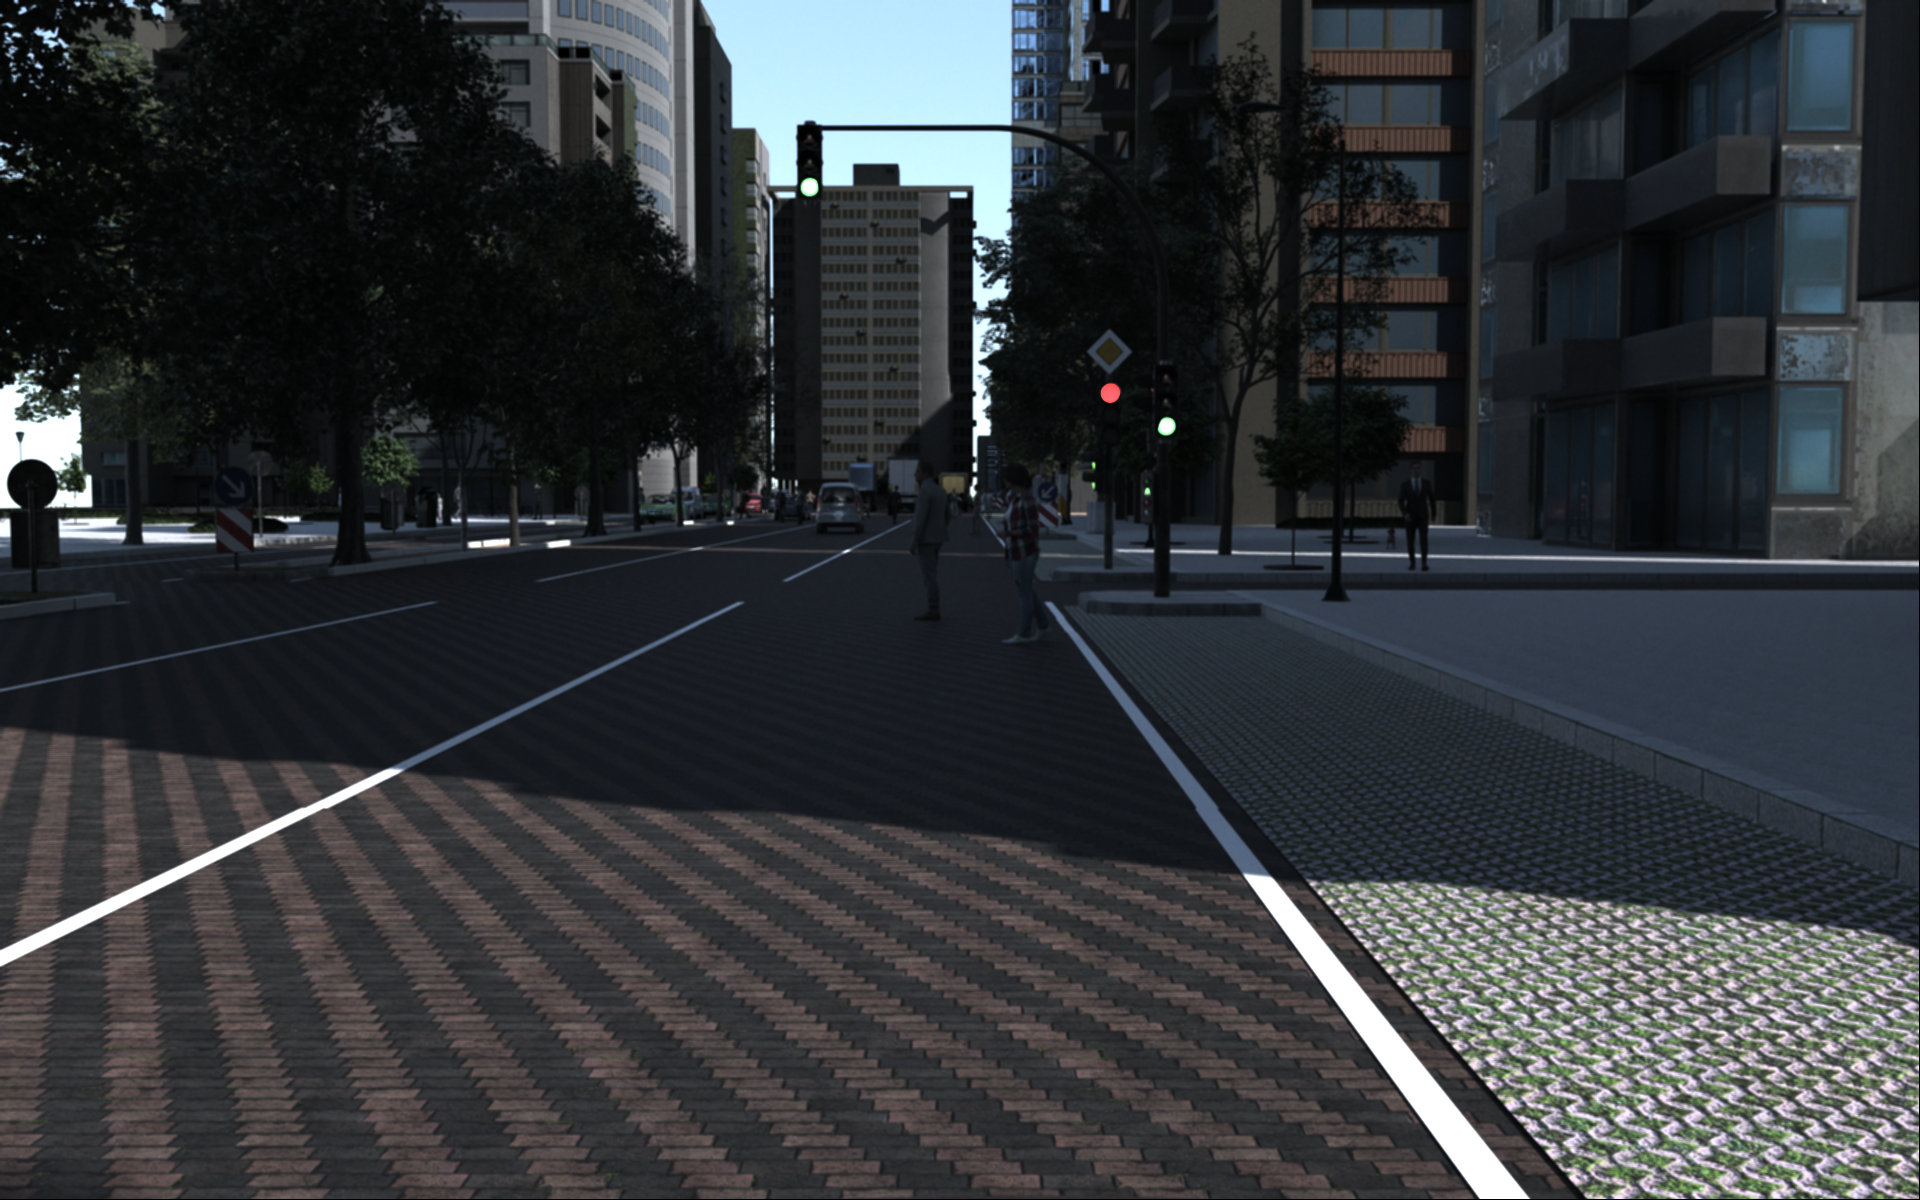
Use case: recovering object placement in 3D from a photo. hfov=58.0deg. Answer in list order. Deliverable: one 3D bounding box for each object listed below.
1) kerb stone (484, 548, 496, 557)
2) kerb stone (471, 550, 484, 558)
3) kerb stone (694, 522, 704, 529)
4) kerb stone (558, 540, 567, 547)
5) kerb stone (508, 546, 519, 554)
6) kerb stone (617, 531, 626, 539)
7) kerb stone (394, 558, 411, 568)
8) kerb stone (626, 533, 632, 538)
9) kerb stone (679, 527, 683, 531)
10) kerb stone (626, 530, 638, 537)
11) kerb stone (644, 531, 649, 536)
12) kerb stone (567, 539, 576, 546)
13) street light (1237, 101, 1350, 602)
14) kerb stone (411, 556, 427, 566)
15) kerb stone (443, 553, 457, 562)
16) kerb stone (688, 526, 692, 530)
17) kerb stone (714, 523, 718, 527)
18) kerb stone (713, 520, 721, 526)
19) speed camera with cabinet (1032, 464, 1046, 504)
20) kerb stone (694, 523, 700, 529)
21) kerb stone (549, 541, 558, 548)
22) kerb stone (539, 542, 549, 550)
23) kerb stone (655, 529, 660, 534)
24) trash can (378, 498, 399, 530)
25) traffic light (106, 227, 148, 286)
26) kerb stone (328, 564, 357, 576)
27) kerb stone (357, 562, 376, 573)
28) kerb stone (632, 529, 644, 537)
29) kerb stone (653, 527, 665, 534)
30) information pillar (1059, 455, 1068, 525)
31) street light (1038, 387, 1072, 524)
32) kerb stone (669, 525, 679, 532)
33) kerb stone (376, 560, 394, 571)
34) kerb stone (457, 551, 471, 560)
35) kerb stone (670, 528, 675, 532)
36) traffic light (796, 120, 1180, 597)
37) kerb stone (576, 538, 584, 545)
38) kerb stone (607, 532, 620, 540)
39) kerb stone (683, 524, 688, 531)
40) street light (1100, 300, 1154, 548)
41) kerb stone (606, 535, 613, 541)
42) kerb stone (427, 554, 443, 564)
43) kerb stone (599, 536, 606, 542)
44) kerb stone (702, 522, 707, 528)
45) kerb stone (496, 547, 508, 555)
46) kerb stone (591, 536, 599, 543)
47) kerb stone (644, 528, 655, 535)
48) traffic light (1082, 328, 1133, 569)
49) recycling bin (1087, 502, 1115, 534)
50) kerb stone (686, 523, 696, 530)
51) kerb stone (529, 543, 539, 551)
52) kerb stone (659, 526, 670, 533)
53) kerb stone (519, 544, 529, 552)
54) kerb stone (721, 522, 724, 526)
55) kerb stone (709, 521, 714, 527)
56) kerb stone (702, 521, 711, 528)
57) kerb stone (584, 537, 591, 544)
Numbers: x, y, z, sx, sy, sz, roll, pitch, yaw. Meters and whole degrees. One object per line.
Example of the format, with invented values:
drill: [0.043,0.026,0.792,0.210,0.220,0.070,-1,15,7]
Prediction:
kerb stone: [-10.947,-1.082,39.910,0.120,0.150,1.000,0,4,0]
kerb stone: [-10.955,-1.016,38.888,0.120,0.150,1.000,0,4,0]
kerb stone: [-10.850,-3.026,71.677,0.120,0.150,1.000,0,4,0]
kerb stone: [-10.926,-1.521,47.091,0.120,0.150,1.000,0,4,0]
kerb stone: [-10.941,-1.209,41.966,0.120,0.150,1.000,0,4,0]
kerb stone: [-10.900,-2.024,55.292,0.120,0.150,1.000,0,4,0]
kerb stone: [-10.973,-0.704,33.765,0.120,0.150,1.000,0,4,0]
kerb stone: [-10.903,-2.087,56.315,0.120,0.150,1.000,0,4,0]
kerb stone: [-10.871,-2.713,66.556,0.120,0.150,1.000,0,4,0]
kerb stone: [-10.888,-2.149,57.337,0.120,0.150,1.000,0,4,0]
kerb stone: [-10.886,-2.272,59.383,0.120,0.150,1.000,0,4,0]
kerb stone: [-10.922,-1.585,48.117,0.120,0.150,1.000,0,4,0]
street light: [3.981,-2.943,20.660,1.470,5.913,1.316,0,4,0]
kerb stone: [-10.969,-0.766,34.787,0.120,0.150,1.000,0,4,0]
kerb stone: [-10.956,-0.895,36.832,0.120,0.150,1.000,0,4,0]
kerb stone: [-10.862,-2.839,68.606,0.120,0.150,1.000,0,4,0]
kerb stone: [-10.839,-3.277,75.778,0.120,0.150,1.000,0,4,0]
kerb stone: [-10.837,-3.340,76.808,0.120,0.150,1.000,0,4,0]
speed camera with cabinet: [4.667,-6.465,100.041,0.660,3.252,2.038,1,4,16]
kerb stone: [-10.855,-2.960,70.651,0.120,0.150,1.000,0,4,0]
kerb stone: [-10.928,-1.460,46.064,0.120,0.150,1.000,0,4,0]
kerb stone: [-10.923,-1.397,45.037,0.120,0.150,1.000,0,4,0]
kerb stone: [-10.881,-2.395,61.432,0.120,0.150,1.000,0,4,0]
trash can: [-20.302,-3.056,61.612,0.748,1.137,0.748,0,3,0]
traffic light: [-16.255,-3.358,29.571,4.771,5.953,1.251,0,4,0]
kerb stone: [-10.973,-0.518,30.694,0.120,0.150,1.000,0,4,0]
kerb stone: [-10.968,-0.580,31.719,0.120,0.150,1.000,0,4,0]
kerb stone: [-10.895,-2.212,58.360,0.120,0.150,1.000,0,4,0]
kerb stone: [-10.876,-2.462,62.454,0.120,0.150,1.000,0,4,0]
information pillar: [4.272,-4.917,71.752,0.183,3.616,0.504,3,5,42]
street light: [4.062,-6.145,73.006,1.470,5.913,1.316,0,4,0]
kerb stone: [-10.875,-2.649,65.534,0.120,0.150,1.000,0,4,0]
kerb stone: [-10.968,-0.643,32.741,0.120,0.150,1.000,0,4,0]
kerb stone: [-10.958,-0.954,37.860,0.120,0.150,1.000,0,4,0]
kerb stone: [-10.872,-2.588,64.511,0.120,0.150,1.000,0,4,0]
traffic light: [0.398,-2.857,21.376,4.771,5.953,1.251,0,4,0]
kerb stone: [-10.911,-1.648,49.139,0.120,0.150,1.000,0,4,0]
kerb stone: [-10.895,-1.960,54.262,0.120,0.150,1.000,0,4,0]
kerb stone: [-10.865,-2.768,67.585,0.120,0.150,1.000,0,4,0]
street light: [4.054,-4.220,41.546,1.470,5.913,1.316,0,4,0]
kerb stone: [-10.909,-1.899,53.240,0.120,0.150,1.000,0,4,0]
kerb stone: [-10.948,-0.833,35.809,0.120,0.150,1.000,0,4,0]
kerb stone: [-10.909,-1.836,52.217,0.120,0.150,1.000,0,4,0]
kerb stone: [-10.851,-3.089,72.700,0.120,0.150,1.000,0,4,0]
kerb stone: [-10.944,-1.147,40.944,0.120,0.150,1.000,0,4,0]
kerb stone: [-10.921,-1.774,51.195,0.120,0.150,1.000,0,4,0]
kerb stone: [-10.883,-2.333,60.406,0.120,0.150,1.000,0,4,0]
traffic light: [2.514,-2.482,29.496,0.839,4.253,0.868,0,4,0]
recycling bin: [4.529,-2.636,55.659,0.722,1.027,0.722,-1,4,-18]
kerb stone: [-10.855,-2.901,69.629,0.120,0.150,1.000,0,4,0]
kerb stone: [-10.943,-1.334,44.010,0.120,0.150,1.000,0,4,0]
kerb stone: [-10.878,-2.525,63.486,0.120,0.150,1.000,0,4,0]
kerb stone: [-10.940,-1.269,42.988,0.120,0.150,1.000,0,4,0]
kerb stone: [-10.830,-3.404,77.842,0.120,0.150,1.000,0,4,0]
kerb stone: [-10.847,-3.213,74.753,0.120,0.150,1.000,0,4,0]
kerb stone: [-10.846,-3.152,73.729,0.120,0.150,1.000,0,4,0]
kerb stone: [-10.918,-1.711,50.173,0.120,0.150,1.000,0,4,0]
